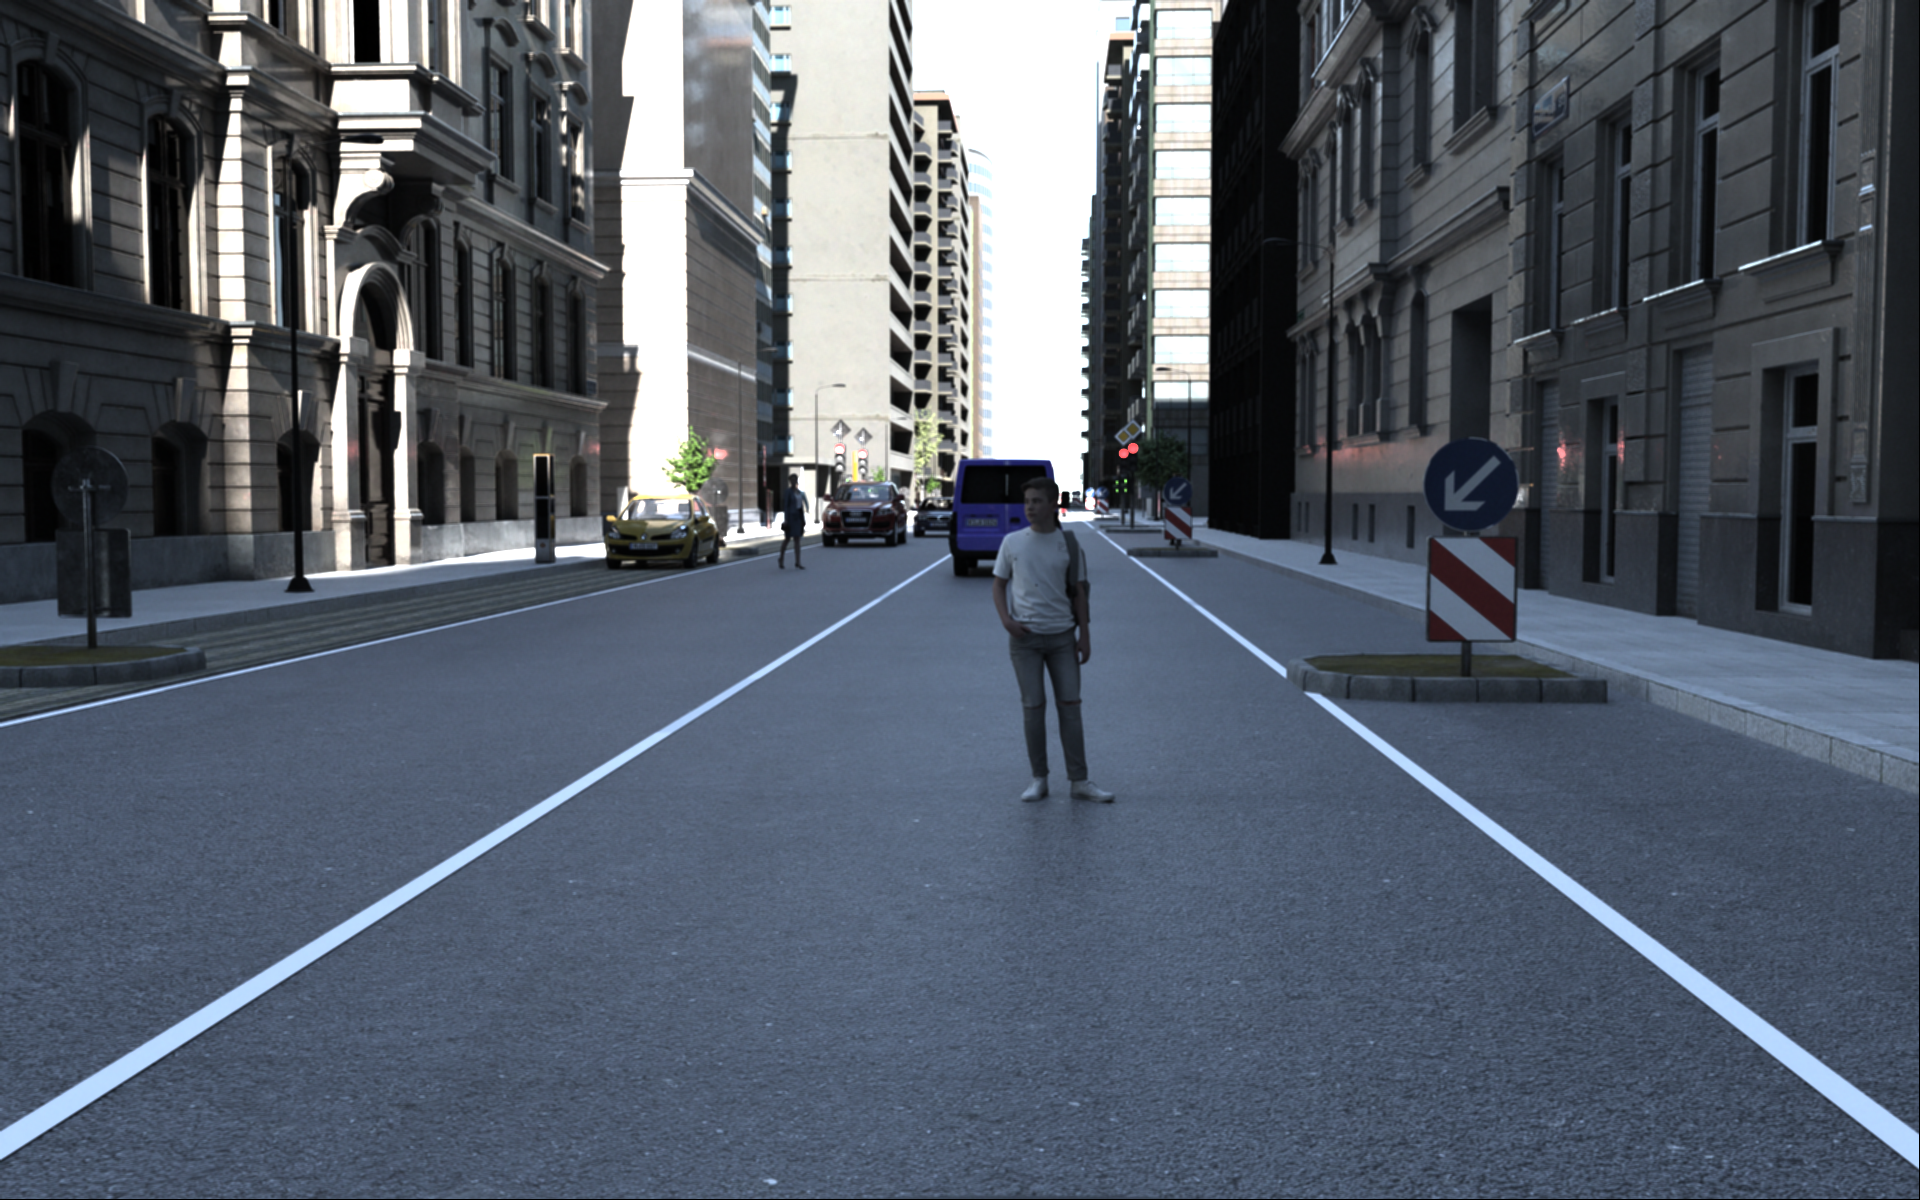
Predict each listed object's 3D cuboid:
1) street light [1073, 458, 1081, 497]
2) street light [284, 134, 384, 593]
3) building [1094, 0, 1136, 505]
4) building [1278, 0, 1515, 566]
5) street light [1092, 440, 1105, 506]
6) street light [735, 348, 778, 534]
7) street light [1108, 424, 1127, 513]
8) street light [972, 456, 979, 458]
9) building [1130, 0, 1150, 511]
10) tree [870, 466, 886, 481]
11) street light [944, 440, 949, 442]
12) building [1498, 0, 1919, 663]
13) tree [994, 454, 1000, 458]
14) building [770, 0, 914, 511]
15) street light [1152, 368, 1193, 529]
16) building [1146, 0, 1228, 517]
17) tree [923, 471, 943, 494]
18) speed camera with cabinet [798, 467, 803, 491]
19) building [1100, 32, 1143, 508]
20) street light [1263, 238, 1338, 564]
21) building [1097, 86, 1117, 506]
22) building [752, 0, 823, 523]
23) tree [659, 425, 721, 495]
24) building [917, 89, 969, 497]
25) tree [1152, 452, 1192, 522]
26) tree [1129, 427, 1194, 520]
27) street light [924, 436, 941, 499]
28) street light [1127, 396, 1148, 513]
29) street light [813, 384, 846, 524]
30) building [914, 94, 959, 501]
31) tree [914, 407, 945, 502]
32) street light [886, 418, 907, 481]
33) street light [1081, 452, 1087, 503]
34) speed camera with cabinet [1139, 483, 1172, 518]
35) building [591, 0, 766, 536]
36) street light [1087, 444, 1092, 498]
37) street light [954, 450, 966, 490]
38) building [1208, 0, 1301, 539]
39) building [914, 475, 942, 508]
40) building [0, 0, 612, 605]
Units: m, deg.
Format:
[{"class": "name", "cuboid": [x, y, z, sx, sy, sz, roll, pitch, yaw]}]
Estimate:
[{"class": "street light", "cuboid": [16.909, -16.508, 242.450, 1.470, 5.913, 1.316, 0, 4, 3]}, {"class": "street light", "cuboid": [-8.125, -3.056, 22.509, 1.470, 5.913, 1.316, 0, 4, 3]}, {"class": "building", "cuboid": [26.731, -40.724, 207.840, 21.231, 58.520, 28.212, 0, 4, 3]}, {"class": "building", "cuboid": [14.792, -15.190, 35.745, 14.401, 28.519, 23.554, 0, 4, 3]}, {"class": "street light", "cuboid": [12.225, -10.708, 147.619, 1.470, 5.913, 1.316, 0, 4, 3]}, {"class": "street light", "cuboid": [-6.481, -5.059, 55.250, 1.470, 5.913, 1.316, 0, 4, 3]}, {"class": "street light", "cuboid": [10.518, -8.699, 114.776, 1.470, 5.913, 1.316, 0, 4, 3]}, {"class": "street light", "cuboid": [1.719, -14.760, 213.866, 1.470, 5.913, 1.316, 0, 4, 3]}, {"class": "building", "cuboid": [24.326, -31.285, 131.114, 23.786, 49.044, 30.456, 0, 4, 3]}, {"class": "tree", "cuboid": [-5.040, -7.020, 109.377, 1.663, 3.219, 1.824, 0, 3, 0]}, {"class": "street light", "cuboid": [-1.647, -10.830, 149.611, 1.470, 5.913, 1.316, 0, 4, 3]}, {"class": "building", "cuboid": [12.664, -13.100, 11.451, 12.463, 27.353, 25.104, 0, 4, 3]}, {"class": "tree", "cuboid": [5.828, -21.874, 307.999, 4.360, 8.622, 3.978, 0, 3, 0]}, {"class": "building", "cuboid": [-14.641, -30.409, 120.882, 21.300, 48.544, 21.600, 0, 4, 3]}, {"class": "street light", "cuboid": [7.877, -5.574, 63.674, 1.470, 5.913, 1.316, 0, 4, 3]}, {"class": "building", "cuboid": [17.996, -25.555, 101.421, 14.154, 41.232, 14.086, 0, 4, 3]}, {"class": "tree", "cuboid": [-2.363, -9.317, 146.932, 1.663, 3.219, 1.824, 0, 3, 0]}, {"class": "speed camera with cabinet", "cuboid": [-8.223, -6.343, 98.050, 2.038, 3.252, 0.660, 0, 4, 0]}, {"class": "building", "cuboid": [24.645, -31.156, 164.028, 22.147, 44.769, 28.867, 0, 4, 3]}, {"class": "street light", "cuboid": [6.209, -3.613, 31.610, 1.470, 5.913, 1.316, 0, 4, 3]}, {"class": "building", "cuboid": [22.210, -32.807, 186.508, 14.600, 45.320, 14.200, 0, 4, 3]}, {"class": "building", "cuboid": [-22.414, -24.042, 84.975, 32.217, 40.220, 23.993, 0, 4, 3]}, {"class": "tree", "cuboid": [-7.608, -3.300, 48.550, 1.663, 3.219, 1.824, 0, 3, 0]}, {"class": "building", "cuboid": [-10.032, -35.978, 211.948, 21.300, 48.544, 21.600, 0, 4, 3]}, {"class": "tree", "cuboid": [9.793, -5.144, 78.699, 1.663, 3.219, 1.824, 0, 3, 0]}, {"class": "tree", "cuboid": [10.562, -6.531, 90.489, 4.285, 4.588, 4.351, 0, 3, 0]}, {"class": "street light", "cuboid": [-2.266, -10.111, 137.857, 1.470, 5.913, 1.316, 0, 4, 3]}, {"class": "street light", "cuboid": [8.829, -6.713, 82.305, 1.470, 5.913, 1.316, 0, 4, 3]}, {"class": "street light", "cuboid": [-5.517, -6.154, 73.152, 1.470, 5.913, 1.316, 0, 4, 3]}, {"class": "building", "cuboid": [-11.565, -32.556, 186.921, 22.147, 44.769, 28.867, 0, 4, 3]}, {"class": "tree", "cuboid": [-3.320, -11.783, 143.011, 4.737, 8.622, 4.395, 0, 3, 0]}, {"class": "street light", "cuboid": [-3.927, -8.115, 105.220, 1.470, 5.913, 1.316, 0, 4, 3]}, {"class": "street light", "cuboid": [14.442, -13.423, 192.014, 1.470, 5.913, 1.316, 0, 4, 3]}, {"class": "speed camera with cabinet", "cuboid": [10.670, -6.051, 93.265, 2.038, 3.252, 0.660, 0, 4, -6]}, {"class": "building", "cuboid": [-17.527, -16.669, 58.448, 20.117, 28.700, 13.634, 0, 4, 3]}, {"class": "street light", "cuboid": [12.700, -11.412, 159.123, 1.470, 5.913, 1.316, 0, 4, 3]}, {"class": "street light", "cuboid": [-0.077, -12.796, 181.754, 1.470, 5.913, 1.316, 0, 4, 3]}, {"class": "building", "cuboid": [15.023, -13.834, 55.867, 12.332, 23.373, 15.834, 0, 4, 3]}, {"class": "building", "cuboid": [-18.062, -28.691, 160.975, 32.217, 40.220, 23.993, 0, 4, 3]}, {"class": "building", "cuboid": [-15.723, -12.882, 29.699, 14.460, 24.649, 34.723, 0, 4, 3]}]
